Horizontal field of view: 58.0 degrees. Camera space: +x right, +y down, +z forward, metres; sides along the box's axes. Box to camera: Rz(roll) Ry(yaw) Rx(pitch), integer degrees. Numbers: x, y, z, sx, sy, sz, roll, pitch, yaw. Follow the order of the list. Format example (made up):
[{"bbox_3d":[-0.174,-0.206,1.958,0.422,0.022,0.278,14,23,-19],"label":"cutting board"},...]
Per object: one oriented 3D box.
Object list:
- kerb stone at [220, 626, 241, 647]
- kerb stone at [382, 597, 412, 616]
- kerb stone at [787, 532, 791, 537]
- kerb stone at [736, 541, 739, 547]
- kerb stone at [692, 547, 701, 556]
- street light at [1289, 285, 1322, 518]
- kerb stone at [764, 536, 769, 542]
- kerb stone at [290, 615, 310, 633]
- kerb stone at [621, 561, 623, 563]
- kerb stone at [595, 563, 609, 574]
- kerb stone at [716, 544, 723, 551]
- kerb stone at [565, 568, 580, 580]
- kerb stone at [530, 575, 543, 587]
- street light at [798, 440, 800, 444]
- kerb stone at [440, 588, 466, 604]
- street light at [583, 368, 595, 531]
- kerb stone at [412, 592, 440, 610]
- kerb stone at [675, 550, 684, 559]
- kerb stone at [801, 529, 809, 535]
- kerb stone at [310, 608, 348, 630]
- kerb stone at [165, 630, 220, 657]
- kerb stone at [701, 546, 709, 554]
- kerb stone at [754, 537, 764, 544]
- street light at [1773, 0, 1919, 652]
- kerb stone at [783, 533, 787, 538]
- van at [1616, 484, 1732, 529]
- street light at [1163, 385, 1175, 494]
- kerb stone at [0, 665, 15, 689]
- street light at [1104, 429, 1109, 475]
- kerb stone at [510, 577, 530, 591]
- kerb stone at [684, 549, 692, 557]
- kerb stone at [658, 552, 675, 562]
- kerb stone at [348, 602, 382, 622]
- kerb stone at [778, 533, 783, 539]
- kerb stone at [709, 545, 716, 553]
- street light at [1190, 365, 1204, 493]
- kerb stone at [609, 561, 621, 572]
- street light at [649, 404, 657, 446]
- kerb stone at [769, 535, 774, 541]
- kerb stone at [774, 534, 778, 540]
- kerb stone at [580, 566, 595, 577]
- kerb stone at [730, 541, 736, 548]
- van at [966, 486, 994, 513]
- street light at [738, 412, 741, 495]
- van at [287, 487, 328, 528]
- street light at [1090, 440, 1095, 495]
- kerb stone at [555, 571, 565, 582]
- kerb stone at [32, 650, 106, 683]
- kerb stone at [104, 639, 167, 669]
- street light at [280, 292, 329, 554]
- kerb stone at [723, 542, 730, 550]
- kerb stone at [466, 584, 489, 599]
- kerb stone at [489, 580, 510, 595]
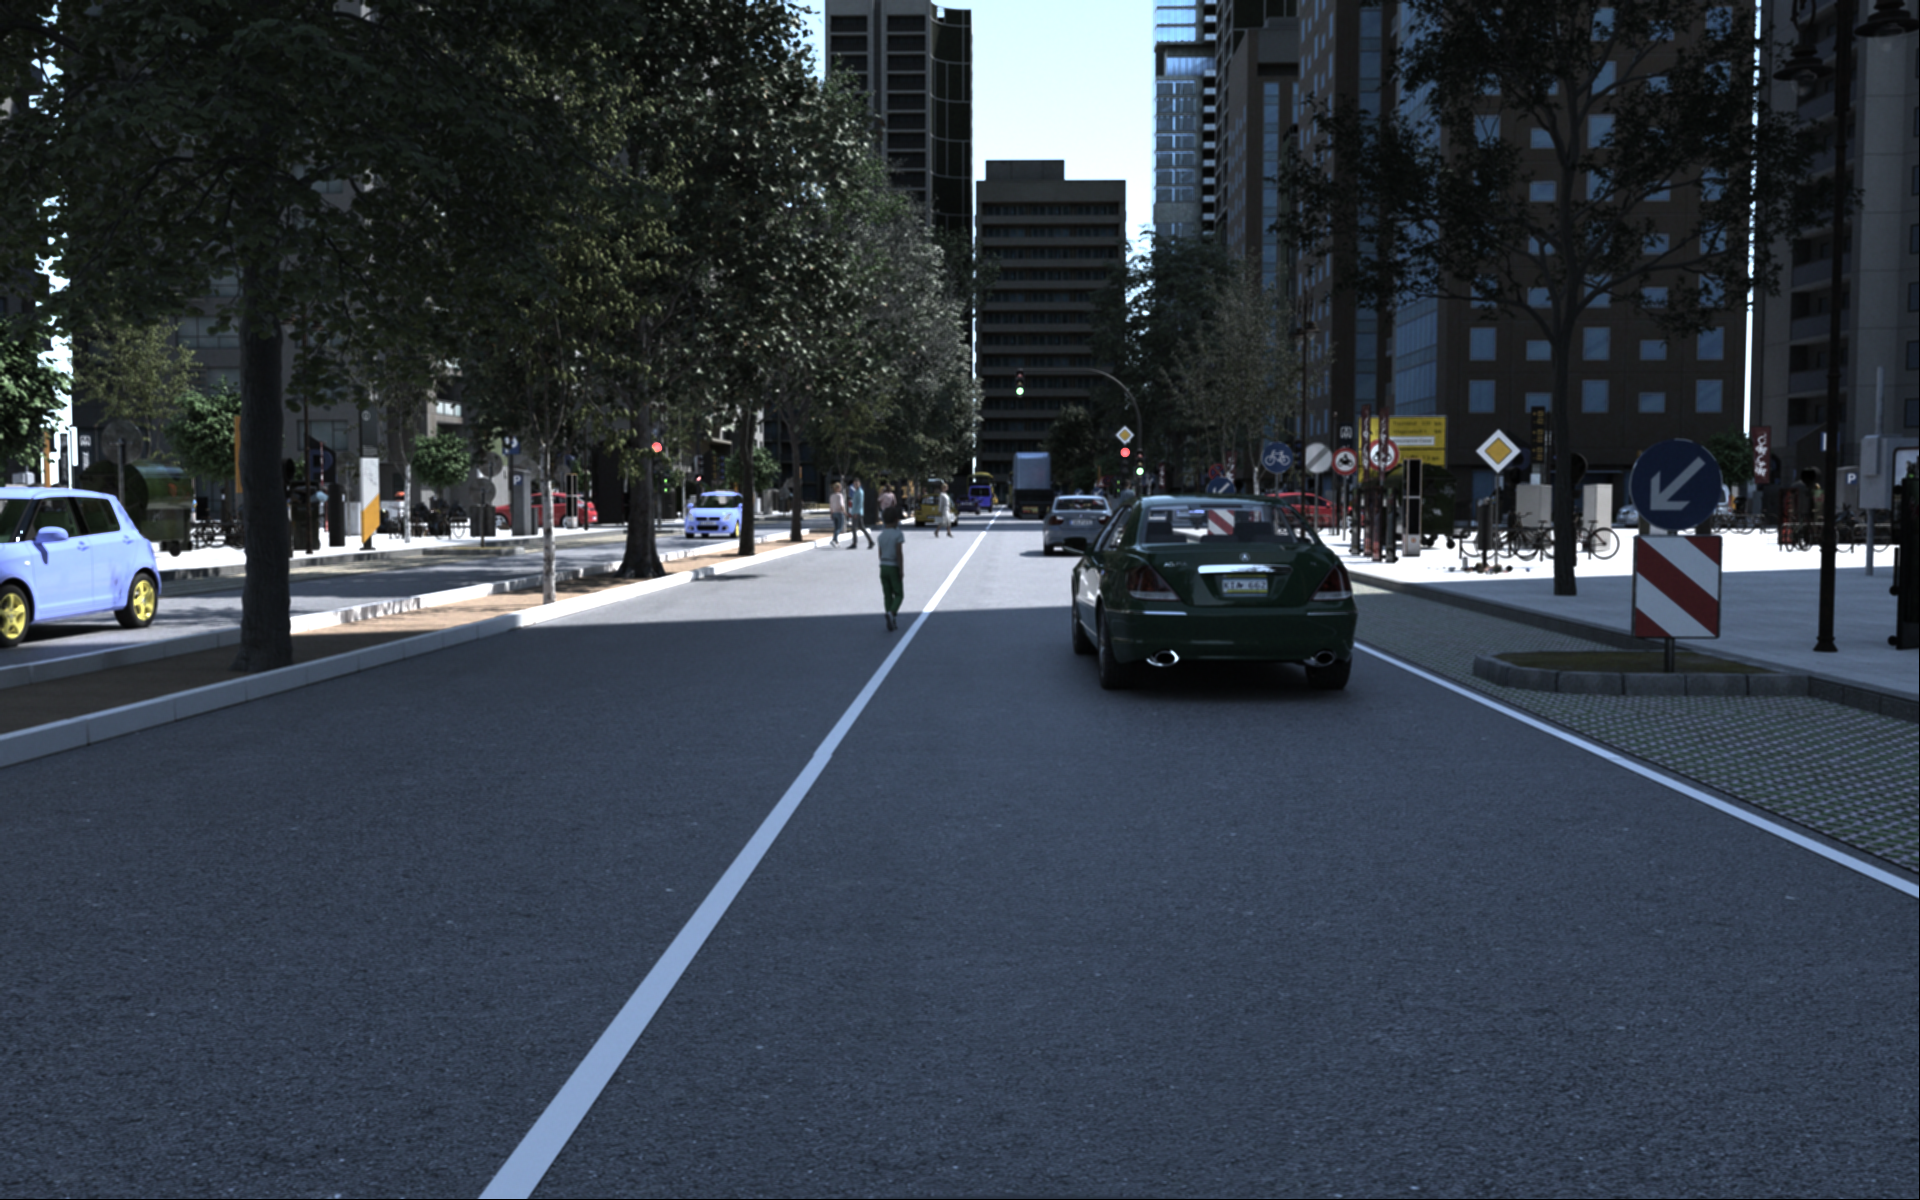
[{"bbox_3d":[-6.931,0.342,16.599,0.120,0.150,1.000,0,4,2],"label":"kerb stone"},{"bbox_3d":[-6.806,0.092,20.694,0.120,0.150,1.000,0,4,2],"label":"kerb stone"},{"bbox_3d":[-5.724,-2.103,56.585,0.120,0.150,1.000,0,4,2],"label":"kerb stone"},{"bbox_3d":[-6.035,-1.477,46.337,0.120,0.150,1.000,0,4,2],"label":"kerb stone"},{"bbox_3d":[-6.218,-1.098,40.178,0.120,0.150,1.000,0,4,2],"label":"kerb stone"},{"bbox_3d":[7.662,-4.023,38.559,0.468,5.910,1.993,0,4,2],"label":"street light"},{"bbox_3d":[-5.880,-1.786,51.461,0.120,0.150,1.000,0,4,2],"label":"kerb stone"},{"bbox_3d":[-6.905,0.282,17.625,0.120,0.150,1.000,0,4,2],"label":"kerb stone"},{"bbox_3d":[-6.435,-0.658,32.983,0.120,0.150,1.000,0,4,2],"label":"kerb stone"},{"bbox_3d":[-6.501,-0.535,30.940,0.120,0.150,1.000,0,4,2],"label":"kerb stone"},{"bbox_3d":[-6.127,-1.284,43.259,0.120,0.150,1.000,0,4,2],"label":"kerb stone"},{"bbox_3d":[-6.568,-0.409,28.890,0.120,0.150,1.000,0,4,2],"label":"kerb stone"},{"bbox_3d":[-6.629,-0.284,26.844,0.120,0.150,1.000,0,4,2],"label":"kerb stone"},{"bbox_3d":[-11.355,-9.012,120.130,0.468,5.910,1.993,0,4,2],"label":"street light"},{"bbox_3d":[-6.743,-0.034,22.746,0.120,0.150,1.000,0,4,2],"label":"kerb stone"},{"bbox_3d":[-13.158,-5.382,60.790,0.468,5.910,1.993,0,4,2],"label":"street light"},{"bbox_3d":[-6.779,0.029,21.723,0.120,0.150,1.000,0,4,2],"label":"kerb stone"},{"bbox_3d":[-6.284,-0.974,38.119,0.120,0.150,1.000,0,4,2],"label":"kerb stone"},{"bbox_3d":[-5.543,-2.478,62.747,0.120,0.150,1.000,0,4,2],"label":"kerb stone"},{"bbox_3d":[-6.864,0.220,18.646,0.120,0.150,1.000,0,4,2],"label":"kerb stone"},{"bbox_3d":[-6.968,0.405,15.577,0.120,0.150,1.000,0,4,2],"label":"kerb stone"},{"bbox_3d":[-6.182,-1.163,41.211,0.120,0.150,1.000,0,4,2],"label":"kerb stone"},{"bbox_3d":[-5.913,-1.726,50.438,0.120,0.150,1.000,0,4,2],"label":"kerb stone"},{"bbox_3d":[7.065,-2.518,13.959,0.468,5.910,1.993,0,4,2],"label":"street light"},{"bbox_3d":[-5.750,-2.041,55.563,0.120,0.150,1.000,0,4,2],"label":"kerb stone"},{"bbox_3d":[27.690,-3.685,67.254,4.112,2.044,2.013,0,4,2],"label":"van"},{"bbox_3d":[8.833,-6.148,73.308,0.468,5.910,1.993,0,4,2],"label":"street light"},{"bbox_3d":[-7.058,0.593,12.499,0.120,0.150,1.000,0,4,2],"label":"kerb stone"},{"bbox_3d":[10.294,-9.063,120.962,0.468,5.910,1.993,0,4,2],"label":"street light"},{"bbox_3d":[-6.654,-0.222,25.822,0.120,0.150,1.000,0,4,2],"label":"kerb stone"},{"bbox_3d":[-6.258,-1.037,39.156,0.120,0.150,1.000,0,4,2],"label":"kerb stone"},{"bbox_3d":[-6.315,-0.907,37.091,0.120,0.150,1.000,0,4,2],"label":"kerb stone"},{"bbox_3d":[-6.835,0.154,19.673,0.120,0.150,1.000,0,4,2],"label":"kerb stone"},{"bbox_3d":[-5.787,-1.978,54.540,0.120,0.150,1.000,0,4,2],"label":"kerb stone"},{"bbox_3d":[-6.156,-1.224,42.237,0.120,0.150,1.000,0,4,2],"label":"kerb stone"},{"bbox_3d":[8.568,-5.480,62.381,0.468,5.910,1.993,0,4,2],"label":"street light"},{"bbox_3d":[-6.472,-0.597,31.962,0.120,0.150,1.000,0,4,2],"label":"kerb stone"},{"bbox_3d":[-12.802,-6.054,71.765,0.468,5.910,1.993,0,4,2],"label":"street light"},{"bbox_3d":[-5.856,-1.853,52.486,0.120,0.150,1.000,0,4,2],"label":"kerb stone"},{"bbox_3d":[-5.815,-1.914,53.513,0.120,0.150,1.000,0,4,2],"label":"kerb stone"},{"bbox_3d":[-6.531,-0.472,29.919,0.120,0.150,1.000,0,4,2],"label":"kerb stone"},{"bbox_3d":[-6.064,-1.414,45.311,0.120,0.150,1.000,0,4,2],"label":"kerb stone"},{"bbox_3d":[1.560,-8.018,135.482,2.240,2.365,5.245,0,4,1],"label":"van"},{"bbox_3d":[-12.170,-7.537,96.025,0.468,5.910,1.993,0,4,2],"label":"street light"},{"bbox_3d":[-25.962,-3.734,68.069,4.112,2.044,2.013,0,4,3],"label":"van"},{"bbox_3d":[11.025,-10.520,144.789,0.468,5.910,1.993,0,4,2],"label":"street light"},{"bbox_3d":[-6.590,-0.347,27.865,0.120,0.150,1.000,0,4,2],"label":"kerb stone"},{"bbox_3d":[-7.018,0.534,13.534,0.120,0.150,1.000,0,4,2],"label":"kerb stone"},{"bbox_3d":[-6.993,0.469,14.556,0.120,0.150,1.000,0,4,2],"label":"kerb stone"},{"bbox_3d":[-13.884,-3.914,36.780,0.468,5.910,1.993,0,4,2],"label":"street light"},{"bbox_3d":[-6.097,-1.351,44.280,0.120,0.150,1.000,0,4,2],"label":"kerb stone"},{"bbox_3d":[-6.711,-0.096,23.774,0.120,0.150,1.000,0,4,2],"label":"kerb stone"},{"bbox_3d":[-6.685,-0.159,24.801,0.120,0.150,1.000,0,4,2],"label":"kerb stone"}]
